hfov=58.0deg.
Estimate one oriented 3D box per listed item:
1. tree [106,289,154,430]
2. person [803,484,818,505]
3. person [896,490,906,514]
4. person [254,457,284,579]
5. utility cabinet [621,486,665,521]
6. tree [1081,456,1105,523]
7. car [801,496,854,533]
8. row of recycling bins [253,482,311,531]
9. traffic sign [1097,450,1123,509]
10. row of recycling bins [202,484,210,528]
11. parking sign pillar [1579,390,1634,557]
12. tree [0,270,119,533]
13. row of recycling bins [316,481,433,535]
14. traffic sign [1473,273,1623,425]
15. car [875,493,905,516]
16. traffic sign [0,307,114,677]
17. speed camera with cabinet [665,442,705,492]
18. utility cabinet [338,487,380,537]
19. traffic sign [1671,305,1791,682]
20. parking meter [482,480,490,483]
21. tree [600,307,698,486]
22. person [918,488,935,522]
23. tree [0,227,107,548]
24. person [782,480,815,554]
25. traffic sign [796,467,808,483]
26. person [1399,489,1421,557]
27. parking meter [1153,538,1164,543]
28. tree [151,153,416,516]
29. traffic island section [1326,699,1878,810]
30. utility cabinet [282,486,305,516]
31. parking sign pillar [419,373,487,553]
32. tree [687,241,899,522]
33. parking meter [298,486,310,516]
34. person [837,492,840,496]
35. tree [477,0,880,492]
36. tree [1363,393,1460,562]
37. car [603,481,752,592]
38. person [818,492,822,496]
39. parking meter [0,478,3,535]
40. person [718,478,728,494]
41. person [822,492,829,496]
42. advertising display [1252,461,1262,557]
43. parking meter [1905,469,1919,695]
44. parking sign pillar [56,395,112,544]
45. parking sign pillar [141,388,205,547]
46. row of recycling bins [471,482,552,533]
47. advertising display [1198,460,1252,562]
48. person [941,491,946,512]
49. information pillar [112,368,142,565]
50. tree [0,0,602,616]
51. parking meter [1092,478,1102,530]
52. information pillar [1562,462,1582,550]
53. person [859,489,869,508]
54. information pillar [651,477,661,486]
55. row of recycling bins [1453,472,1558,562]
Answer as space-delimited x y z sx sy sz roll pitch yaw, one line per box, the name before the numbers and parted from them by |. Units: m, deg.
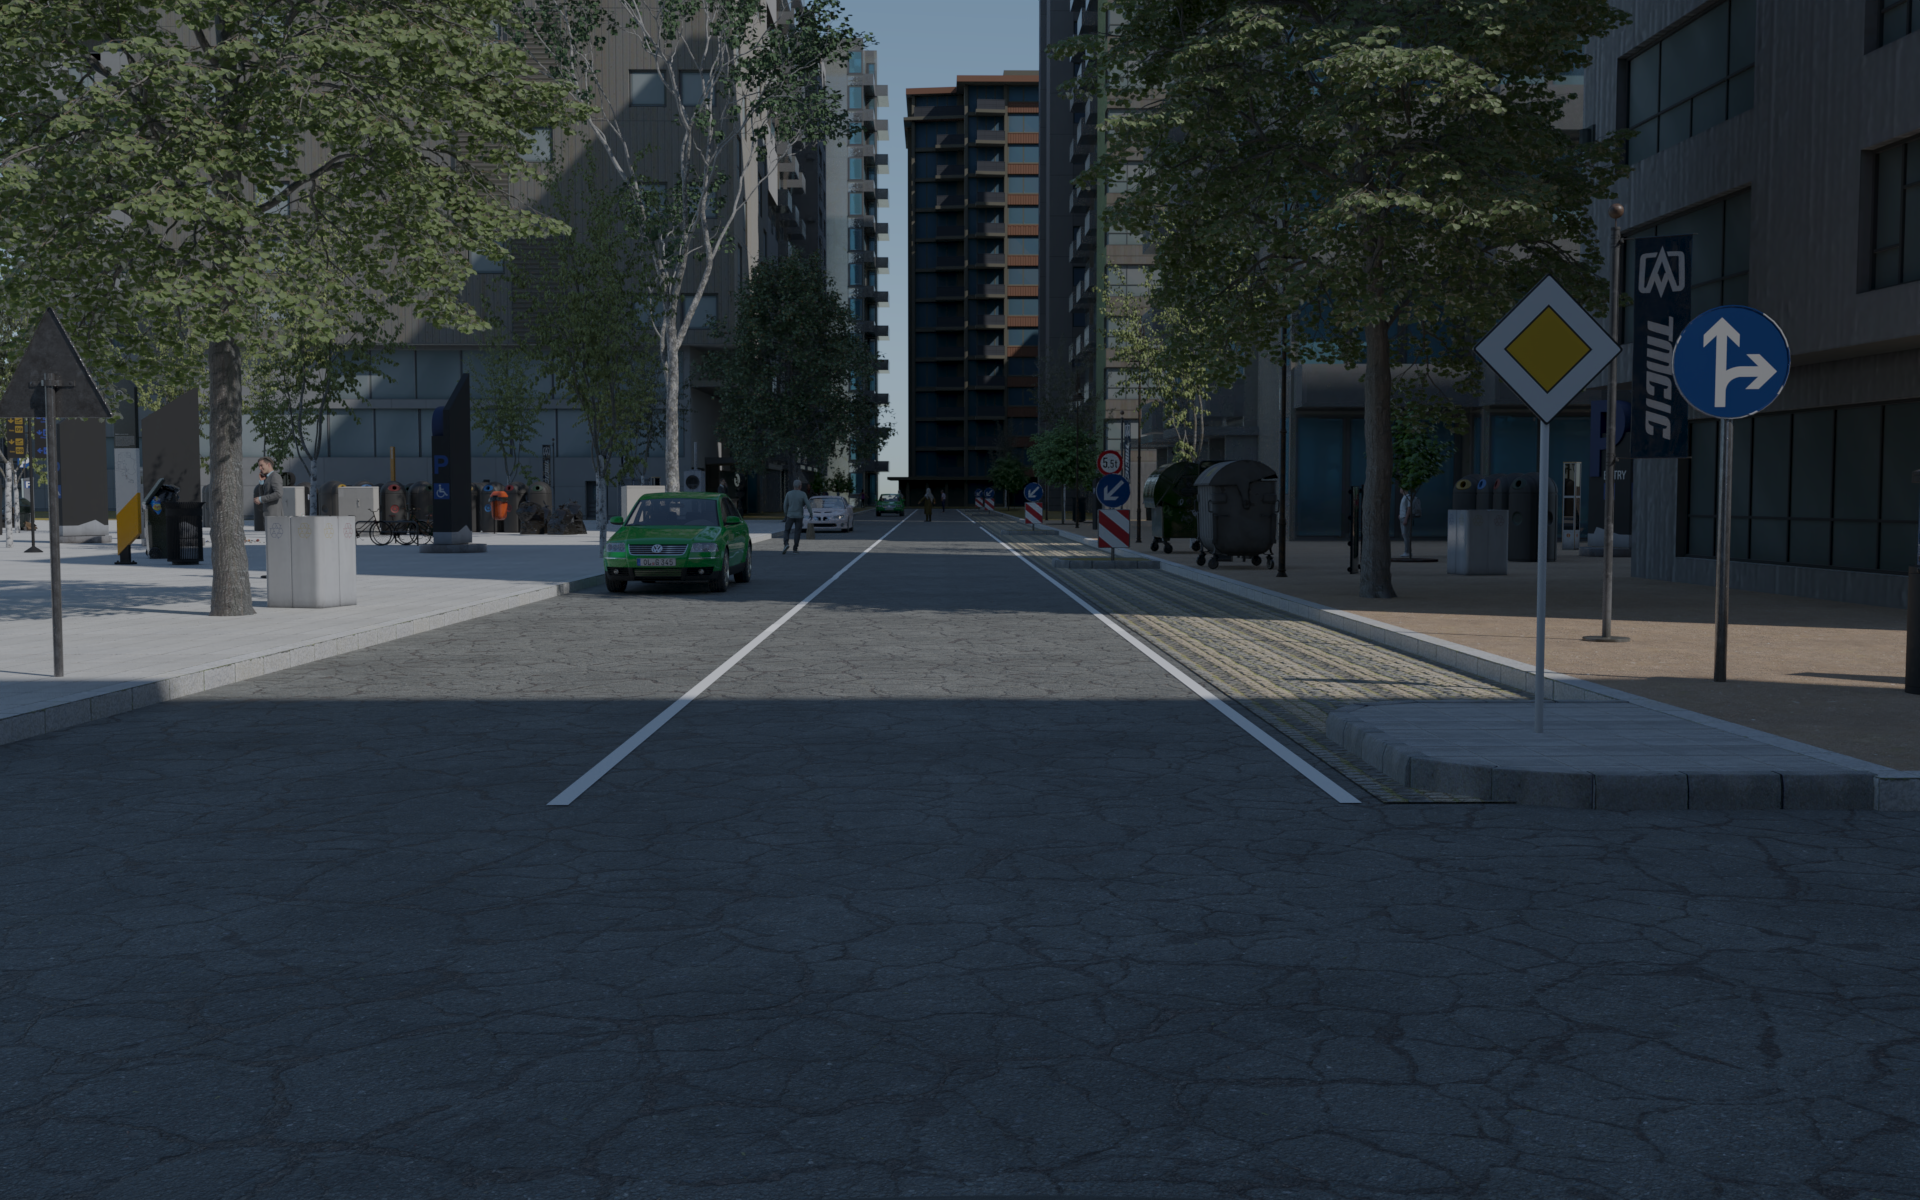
tree | -25.046 -6.433 55.534 4.737 8.622 4.395 0 3 0
person | -8.068 -5.269 92.333 1.348 1.807 0.705 -1 4 -10
person | -4.450 -7.093 125.202 1.217 1.736 0.721 -2 4 -32
person | -10.412 -1.238 26.098 0.447 1.846 0.655 -2 4 -34
utility cabinet | -8.477 -2.304 46.348 1.173 1.500 0.318 -3 5 -41
tree | 5.879 -5.012 76.547 1.663 3.219 1.824 0 3 0
car | -5.047 -3.259 65.653 2.083 1.381 4.827 0 3 0
row of recycling bins | -22.879 -3.223 59.802 3.534 1.692 1.069 1 4 19
traffic sign | 4.303 -3.036 49.741 0.768 2.556 0.104 0 3 0
row of recycling bins | -28.903 -3.680 67.275 1.069 1.692 3.534 -2 4 -23
parking sign pillar | 13.541 -2.885 35.637 1.447 3.967 1.447 -1 4 -18
tree | -31.002 -6.491 56.491 4.737 8.622 4.395 0 3 0
row of recycling bins | -18.179 -2.875 54.114 3.534 1.692 1.069 -2 4 -33
traffic sign | 3.133 -0.430 9.226 0.795 2.593 0.064 0 4 -1
car | -4.526 -6.330 112.295 1.959 1.807 4.718 0 4 0
traffic sign | -6.328 -0.739 12.086 0.884 2.594 0.081 0 4 7
speed camera with cabinet | -10.759 -4.374 65.855 2.038 3.252 0.660 0 4 8
utility cabinet | -17.958 -2.632 51.720 1.173 1.500 0.318 1 4 14
traffic sign | 5.199 -0.713 11.770 0.768 2.556 0.104 0 4 6
parking meter | -19.084 -3.919 69.786 0.255 1.863 0.399 -2 4 -24
tree | -12.642 -7.270 69.221 4.360 8.622 3.978 0 3 0
person | -1.715 -4.956 90.255 0.721 1.736 1.217 3 5 41
tree | -22.792 -5.572 41.470 4.360 8.622 3.978 0 3 0
person | -3.829 -1.971 41.215 0.782 1.767 0.515 0 4 4
traffic sign | -7.835 -5.169 84.523 0.884 2.594 0.081 0 4 5
person | 9.138 -1.639 35.433 0.523 1.515 0.503 -2 4 -28
parking meter | 5.286 -2.279 45.665 0.372 1.533 0.369 0 3 0
tree | -14.181 -5.362 38.032 4.737 8.622 4.395 0 3 0
traffic island section | 3.157 0.793 9.309 2.009 0.180 2.903 0 4 -1
utility cabinet | -19.623 -2.570 50.691 1.173 1.500 0.318 3 5 41
parking sign pillar | -11.159 -3.030 38.021 1.447 3.967 1.447 0 4 4
tree | -7.663 -9.903 78.927 9.611 12.733 9.660 0 3 0
parking meter | -20.899 -2.857 55.118 0.372 1.533 0.369 0 3 0
person | -11.195 -9.332 158.711 0.705 1.814 1.350 0 4 -4
tree | -6.864 -11.866 49.901 12.611 20.169 13.585 0 3 0
tree | 8.453 -2.345 32.935 1.663 3.219 1.824 0 3 0
car | -4.286 -1.095 26.698 1.959 1.807 4.718 0 4 0
person | -13.099 -9.472 161.423 1.217 1.766 0.721 -1 4 -21
parking meter | -30.069 -2.950 53.938 0.255 1.863 0.399 2 4 28
person | -9.310 -3.839 68.180 0.474 1.900 0.648 -1 4 -16
person | -10.267 -7.638 131.843 0.541 1.710 0.530 2 4 24
advertising display | 5.718 -1.783 34.369 0.123 1.923 0.974 -1 4 -15
parking meter | 6.286 -0.164 11.092 0.372 1.533 0.369 0 3 0
parking sign pillar | -23.138 -3.488 45.506 1.447 3.967 1.447 2 4 30
parking sign pillar | -19.505 -3.325 42.835 1.447 3.967 1.447 -2 4 -26
row of recycling bins | -15.136 -3.084 57.528 3.534 1.692 1.069 1 4 17
advertising display | 5.001 -1.691 32.864 0.974 1.923 0.123 2 4 29
person | -1.364 -7.737 135.932 0.436 1.711 0.756 2 4 28
information pillar | -15.124 -2.451 31.430 0.504 3.616 0.183 1 4 15
tree | -7.362 -6.094 17.759 7.486 12.596 7.792 0 3 0
parking meter | 4.937 -3.459 62.258 0.255 1.863 0.399 -1 4 -15
information pillar | 14.027 -2.155 39.726 0.304 2.012 0.304 3 5 41
person | -8.866 -9.320 159.108 1.217 1.739 0.721 3 5 39
information pillar | -13.073 -4.285 74.552 0.304 2.012 0.304 -2 4 -31
row of recycling bins | 10.775 -1.662 34.287 1.069 1.692 3.534 0 4 -7
